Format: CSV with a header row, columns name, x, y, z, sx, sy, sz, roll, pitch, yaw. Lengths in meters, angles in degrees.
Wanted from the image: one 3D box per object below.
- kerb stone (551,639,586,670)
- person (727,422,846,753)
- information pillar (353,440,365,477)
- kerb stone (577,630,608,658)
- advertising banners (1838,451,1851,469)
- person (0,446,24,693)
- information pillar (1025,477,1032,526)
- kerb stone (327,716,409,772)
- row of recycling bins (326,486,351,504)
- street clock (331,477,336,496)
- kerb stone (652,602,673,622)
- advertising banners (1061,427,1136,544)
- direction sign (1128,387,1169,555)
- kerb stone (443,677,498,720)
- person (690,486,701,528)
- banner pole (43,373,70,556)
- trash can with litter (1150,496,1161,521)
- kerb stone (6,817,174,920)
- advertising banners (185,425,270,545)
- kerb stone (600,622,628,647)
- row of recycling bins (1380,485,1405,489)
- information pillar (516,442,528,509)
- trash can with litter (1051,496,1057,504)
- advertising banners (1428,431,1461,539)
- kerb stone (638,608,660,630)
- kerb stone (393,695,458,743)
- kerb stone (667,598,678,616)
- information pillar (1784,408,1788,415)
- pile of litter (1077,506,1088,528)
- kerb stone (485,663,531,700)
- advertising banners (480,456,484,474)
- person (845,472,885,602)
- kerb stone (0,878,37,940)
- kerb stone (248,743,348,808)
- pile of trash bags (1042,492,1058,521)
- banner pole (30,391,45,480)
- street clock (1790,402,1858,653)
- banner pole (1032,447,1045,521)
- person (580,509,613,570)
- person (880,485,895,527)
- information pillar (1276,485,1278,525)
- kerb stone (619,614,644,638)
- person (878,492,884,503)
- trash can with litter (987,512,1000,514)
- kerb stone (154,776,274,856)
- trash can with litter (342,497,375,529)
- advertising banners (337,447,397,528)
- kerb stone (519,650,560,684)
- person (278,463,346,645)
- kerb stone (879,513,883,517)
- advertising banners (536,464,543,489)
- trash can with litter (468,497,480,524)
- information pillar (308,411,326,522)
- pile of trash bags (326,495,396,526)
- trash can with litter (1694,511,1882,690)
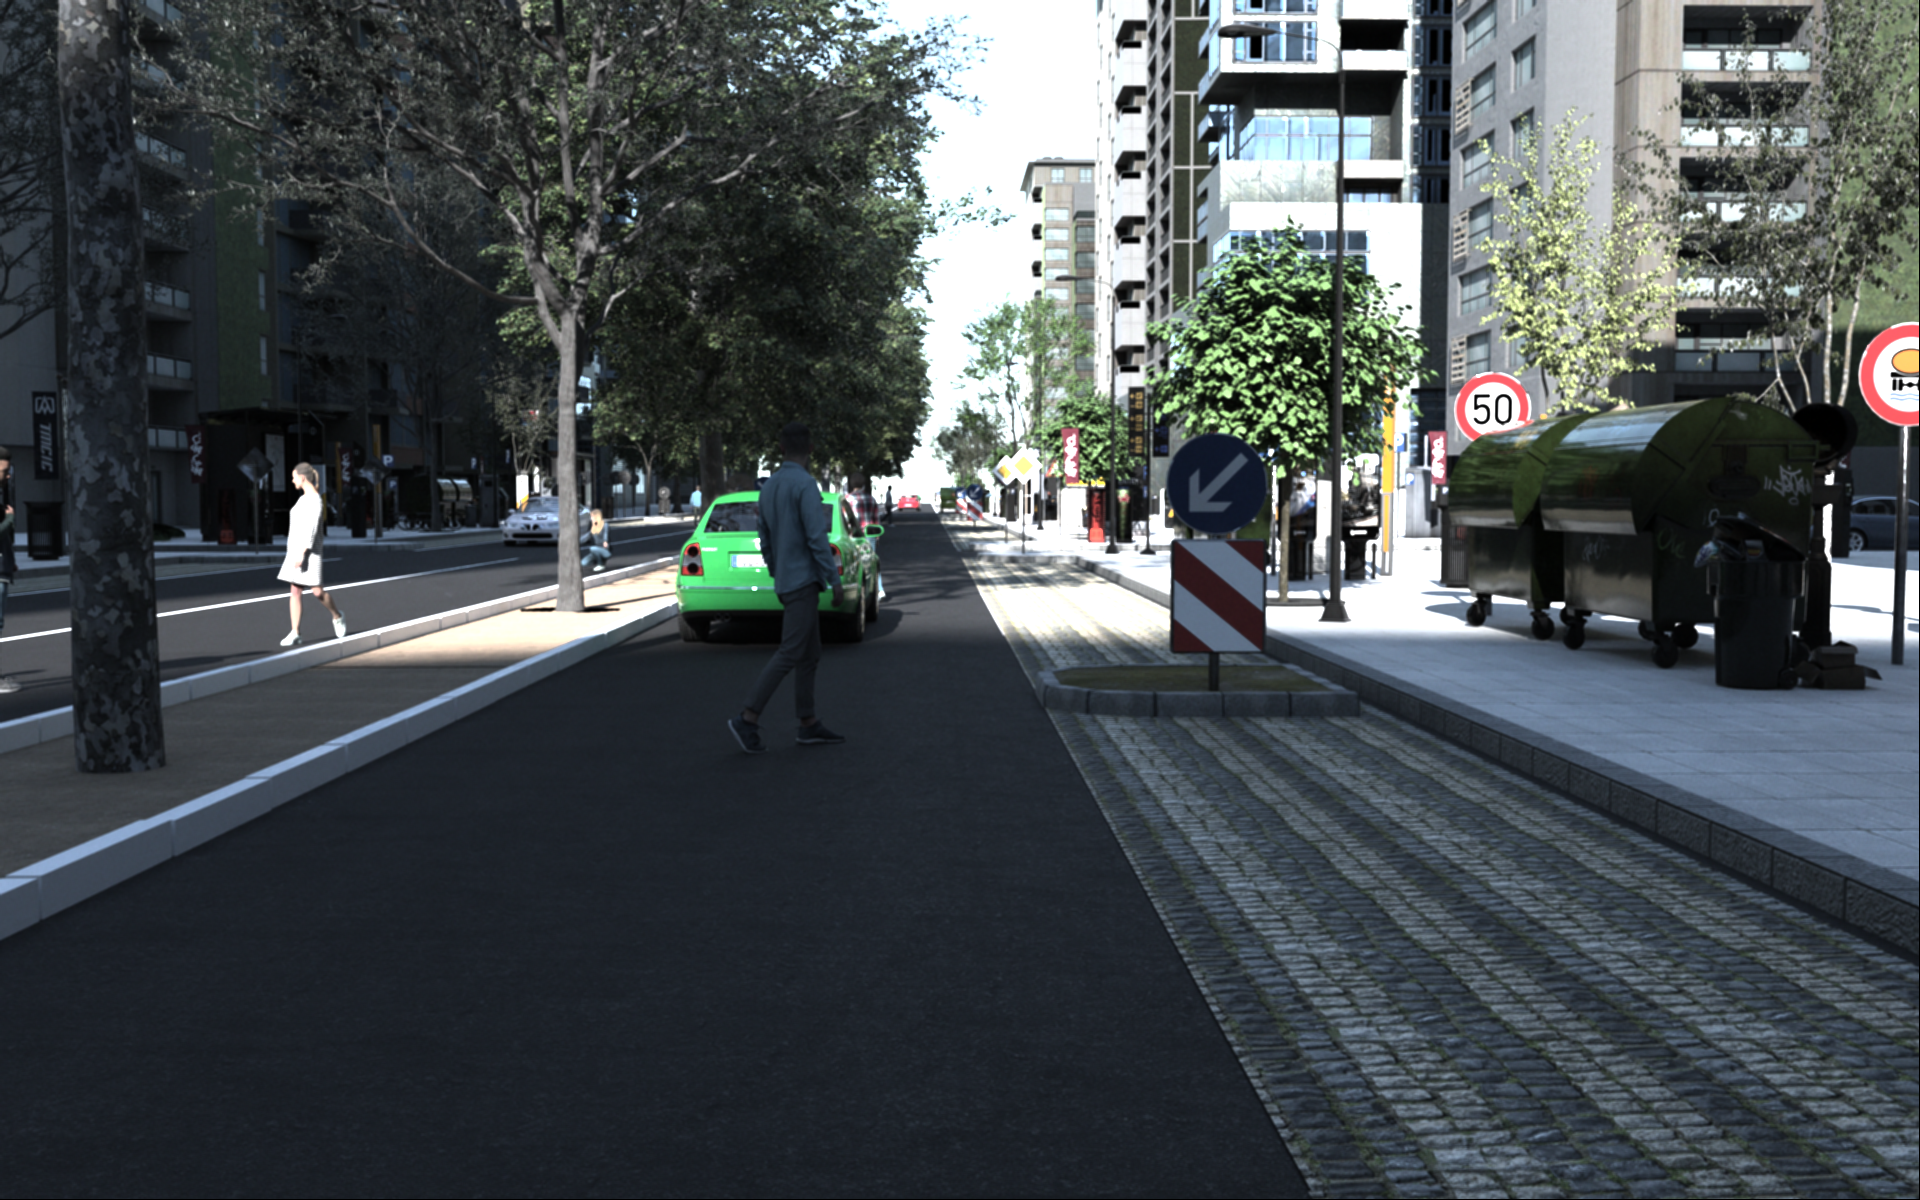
name,x,y,z,sx,sy,sz,roll,pitch,yaw
kerb stone,-3.315,0.469,14.530,0.120,0.150,1.000,0,4,-1
person,-0.994,-0.088,9.808,0.748,1.841,0.638,-1,4,-23
information pillar,-25.717,-5.062,74.120,0.504,3.616,0.183,-2,4,-26
kerb stone,-3.341,0.406,15.552,0.120,0.150,1.000,0,4,-1
advertising banners,24.235,-3.220,48.835,0.090,3.025,2.074,-2,4,-24
person,-7.001,-0.219,12.420,0.623,1.781,0.721,2,4,33
information pillar,2.699,-4.006,69.982,0.304,2.012,0.304,-3,4,-36
kerb stone,-3.218,0.782,9.406,0.120,0.150,1.000,0,4,-1
row of recycling bins,-28.287,-4.184,75.526,3.534,1.692,1.069,-1,4,-15
street clock,-26.668,-4.243,73.937,0.358,2.002,0.471,-1,4,-9
kerb stone,-3.424,0.156,19.649,0.120,0.150,1.000,0,4,-1
advertising banners,3.600,-3.000,45.235,2.074,3.025,0.090,2,4,24
direction sign,3.980,-2.727,36.577,0.876,3.537,0.379,1,4,20
kerb stone,-3.255,0.657,11.454,0.120,0.150,1.000,0,4,-1
person,-10.982,-3.892,72.474,0.601,1.785,0.444,1,4,13
banner pole,-18.702,-2.826,36.214,0.401,3.779,0.863,-1,4,-10
trash can with litter,9.562,-4.439,83.636,1.678,1.210,2.233,-2,4,-30
kerb stone,-3.158,0.971,6.325,0.120,0.150,1.000,0,4,-1
advertising banners,-18.485,-2.905,43.678,2.074,3.025,0.090,0,4,1
kerb stone,-3.351,0.344,16.574,0.120,0.150,1.000,0,4,-1
row of recycling bins,19.224,-4.227,76.218,3.534,1.692,1.069,1,4,23
information pillar,-19.625,-5.274,77.586,0.504,3.616,0.183,-2,4,-26
trash can with litter,4.852,-5.150,95.583,1.055,1.170,0.624,0,4,-5
advertising banners,13.931,-3.152,47.718,2.074,3.025,0.090,1,4,9
kerb stone,-3.395,0.219,18.627,0.120,0.150,1.000,0,4,-1
kerb stone,-3.238,0.722,10.430,0.120,0.150,1.000,0,4,-1
kerb stone,-3.438,0.093,20.680,0.120,0.150,1.000,0,4,-1
information pillar,22.413,-3.422,47.310,0.504,3.616,0.183,-3,4,-37
pile of litter,5.049,-3.172,65.834,1.176,0.858,1.719,0,4,4
kerb stone,-3.284,0.595,12.476,0.120,0.150,1.000,0,4,-1
advertising banners,-21.852,-5.125,79.979,0.090,3.025,2.074,0,4,1
person,-1.300,-0.828,22.872,0.563,1.720,0.643,-2,4,-30
kerb stone,-3.136,1.037,5.302,0.120,0.150,1.000,0,4,-1
kerb stone,-3.201,0.849,8.379,0.120,0.150,1.000,0,4,-1
pile of trash bags,4.709,-4.579,84.623,1.912,1.369,3.447,-1,4,-20
banner pole,-19.480,-2.891,37.289,0.863,3.779,0.401,-2,4,-28
street clock,6.826,-0.563,13.773,0.471,2.002,0.358,3,5,45
banner pole,3.765,-5.604,81.646,0.863,3.779,0.401,2,4,30
person,-6.832,-1.137,32.587,0.738,1.151,1.012,-3,5,-45
person,-3.226,-4.159,76.344,0.795,1.843,0.661,0,4,3
information pillar,13.524,-4.980,72.771,0.504,3.616,0.183,1,4,15
kerb stone,-3.377,0.281,17.602,0.120,0.150,1.000,0,4,-1
person,-12.264,-15.990,269.963,1.348,1.821,0.705,3,5,42
trash can with litter,2.443,-6.048,109.942,2.233,1.210,1.678,0,4,1
kerb stone,-3.172,0.915,7.347,0.120,0.150,1.000,0,4,-1
trash can with litter,-22.047,-3.185,63.465,1.055,1.170,0.624,-3,5,-44
advertising banners,-22.284,-4.216,65.125,2.074,3.025,0.090,-1,4,-15
kerb stone,-3.303,0.532,13.508,0.120,0.150,1.000,0,4,-1
person,-6.264,-0.454,16.676,0.466,1.731,0.760,1,4,17
kerb stone,-5.347,-5.897,118.615,0.120,0.150,1.000,0,4,-1
advertising banners,-24.265,-6.500,102.458,0.090,3.025,2.074,3,4,37
trash can with litter,-20.969,-3.899,75.142,0.624,1.170,1.055,0,4,-6
information pillar,-18.138,-3.518,48.870,0.504,3.616,0.183,1,4,20
pile of trash bags,-24.167,-3.630,69.110,3.447,1.369,1.912,0,4,7
trash can with litter,5.512,-0.010,11.547,1.055,1.170,0.624,0,4,0
